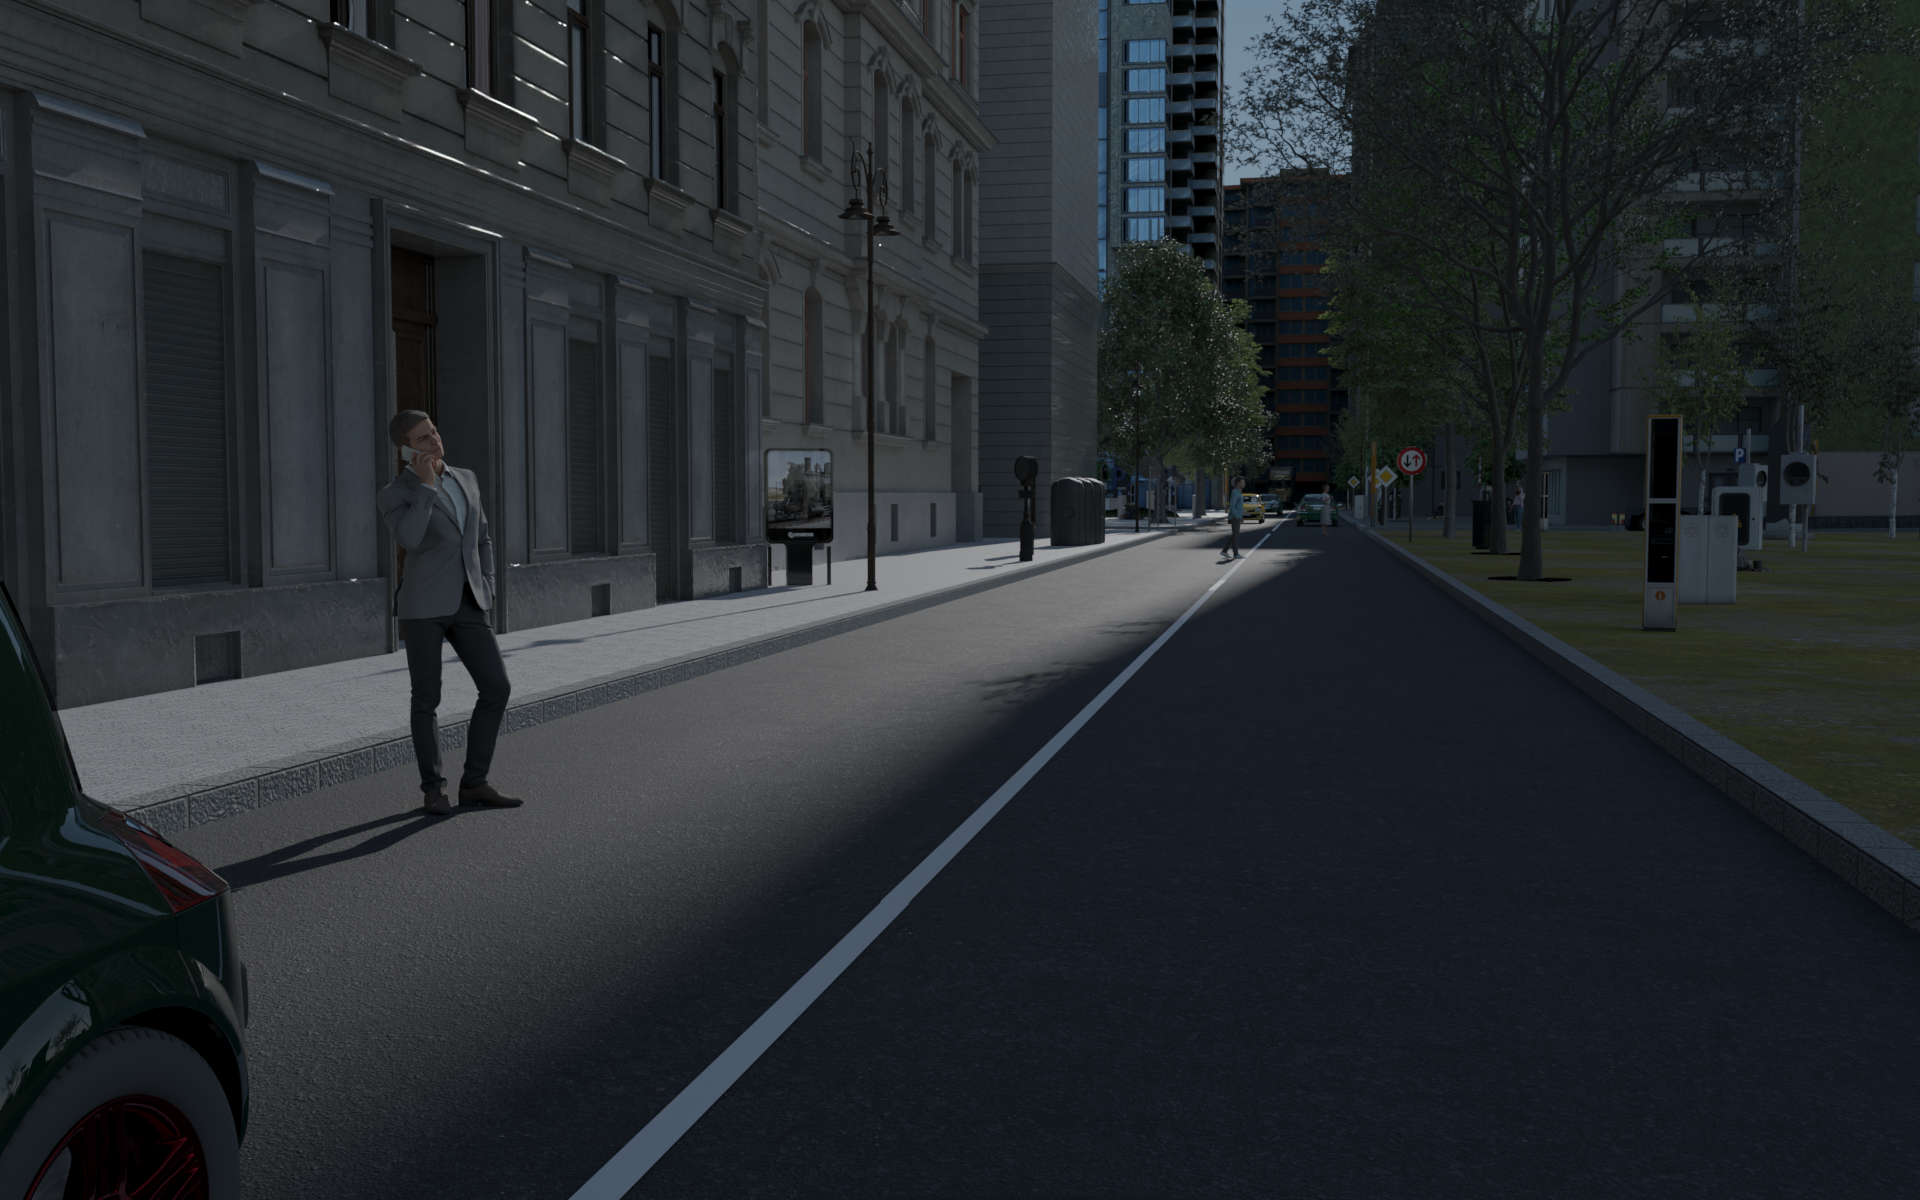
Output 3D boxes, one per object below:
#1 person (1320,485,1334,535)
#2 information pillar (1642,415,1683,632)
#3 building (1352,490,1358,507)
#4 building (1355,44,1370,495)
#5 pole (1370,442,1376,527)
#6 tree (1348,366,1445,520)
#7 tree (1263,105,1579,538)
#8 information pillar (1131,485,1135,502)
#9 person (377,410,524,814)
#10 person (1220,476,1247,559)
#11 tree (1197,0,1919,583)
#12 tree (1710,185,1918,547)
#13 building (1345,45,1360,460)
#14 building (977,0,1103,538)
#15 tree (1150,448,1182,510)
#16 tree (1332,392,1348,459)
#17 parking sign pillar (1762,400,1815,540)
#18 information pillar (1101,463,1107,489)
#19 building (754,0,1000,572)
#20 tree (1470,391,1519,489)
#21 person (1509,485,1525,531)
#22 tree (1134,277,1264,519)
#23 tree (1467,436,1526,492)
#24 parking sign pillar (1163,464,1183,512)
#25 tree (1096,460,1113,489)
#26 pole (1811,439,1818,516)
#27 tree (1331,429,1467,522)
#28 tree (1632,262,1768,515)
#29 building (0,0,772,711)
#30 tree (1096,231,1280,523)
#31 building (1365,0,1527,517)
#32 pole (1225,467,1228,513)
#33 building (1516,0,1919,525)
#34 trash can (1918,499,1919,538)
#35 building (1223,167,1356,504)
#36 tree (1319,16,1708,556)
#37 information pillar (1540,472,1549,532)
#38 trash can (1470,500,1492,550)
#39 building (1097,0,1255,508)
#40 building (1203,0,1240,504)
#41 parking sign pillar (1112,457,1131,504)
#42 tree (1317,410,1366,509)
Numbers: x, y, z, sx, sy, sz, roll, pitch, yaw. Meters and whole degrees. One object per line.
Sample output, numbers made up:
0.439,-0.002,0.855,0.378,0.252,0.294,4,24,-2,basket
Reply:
12.763,-3.119,60.060,0.524,1.755,0.480,2,4,33,person
6.576,-0.717,16.214,0.304,2.012,0.304,1,4,23,information pillar
50.504,-45.020,174.323,20.563,71.187,20.611,1,4,11,building
43.738,-31.108,158.730,14.600,45.320,14.200,1,4,11,building
16.138,-4.510,67.586,0.158,3.312,0.155,0,3,0,pole
22.102,-8.342,86.758,4.737,8.622,4.395,0,3,0,tree
14.050,-8.121,50.902,7.486,12.596,7.792,0,3,0,tree
13.765,-8.187,138.351,0.304,2.012,0.304,0,4,-7,information pillar
-2.308,0.052,7.834,0.592,1.802,0.473,-2,4,-35,person
6.085,-1.835,38.516,0.620,1.820,0.660,1,4,13,person
8.595,-7.032,25.345,12.009,13.543,11.850,0,3,0,tree
20.492,-5.596,41.865,4.360,8.622,3.978,0,3,0,tree
58.505,-37.219,197.765,28.713,52.752,27.495,1,4,11,building
-10.690,-17.140,57.736,29.804,29.767,11.434,1,4,11,building
14.189,-10.298,118.739,4.737,8.622,4.395,0,3,0,tree
23.037,-8.850,95.057,4.737,8.622,4.395,0,3,0,tree
23.339,-3.691,48.821,1.447,3.967,1.447,0,4,-7,parking sign pillar
10.397,-8.172,124.972,0.504,3.616,0.183,-2,4,-31,information pillar
-7.678,-15.234,36.458,14.401,28.519,23.554,1,4,11,building
30.255,-8.810,94.408,4.360,8.622,3.978,0,3,0,tree
20.795,-3.388,64.489,0.643,1.750,0.593,-3,5,-40,person
12.461,-10.568,90.918,7.486,12.596,7.792,0,3,0,tree
25.967,-6.131,83.961,4.285,4.588,4.351,0,3,0,tree
15.611,-8.471,126.981,1.447,3.967,1.447,0,3,0,parking sign pillar
11.233,-9.774,143.524,4.285,4.588,4.351,0,3,0,tree
31.957,-4.339,64.778,0.158,3.312,0.155,0,3,0,pole
20.539,-5.961,81.181,4.285,4.588,4.351,0,3,0,tree
23.820,-6.436,55.589,4.737,8.622,4.395,0,3,0,tree
-8.982,-10.157,15.217,9.793,20.994,18.267,1,4,11,building
8.638,-9.710,75.762,9.611,12.733,9.660,0,3,0,tree
31.877,-20.374,104.818,14.160,30.474,14.107,1,4,11,building
17.632,-7.381,114.523,0.158,3.312,0.155,0,3,0,pole
31.528,-23.776,72.331,14.086,41.232,14.154,1,4,11,building
26.974,-2.226,48.048,0.748,1.137,0.748,0,3,0,trash can
45.885,-35.530,235.543,28.867,44.769,22.147,1,4,11,building
11.478,-6.768,36.411,9.928,11.665,9.643,0,3,0,tree
19.707,-3.311,58.623,0.304,2.012,0.304,3,5,45,information pillar
12.212,-1.746,40.207,0.748,1.137,0.748,0,3,0,trash can
19.647,-54.726,207.437,31.000,86.520,22.319,1,4,11,building
19.755,-45.674,185.026,20.563,71.187,20.611,1,4,11,building
11.498,-8.254,123.433,1.447,3.967,1.447,2,4,35,parking sign pillar
33.385,-12.205,149.908,4.360,8.622,3.978,0,3,0,tree
